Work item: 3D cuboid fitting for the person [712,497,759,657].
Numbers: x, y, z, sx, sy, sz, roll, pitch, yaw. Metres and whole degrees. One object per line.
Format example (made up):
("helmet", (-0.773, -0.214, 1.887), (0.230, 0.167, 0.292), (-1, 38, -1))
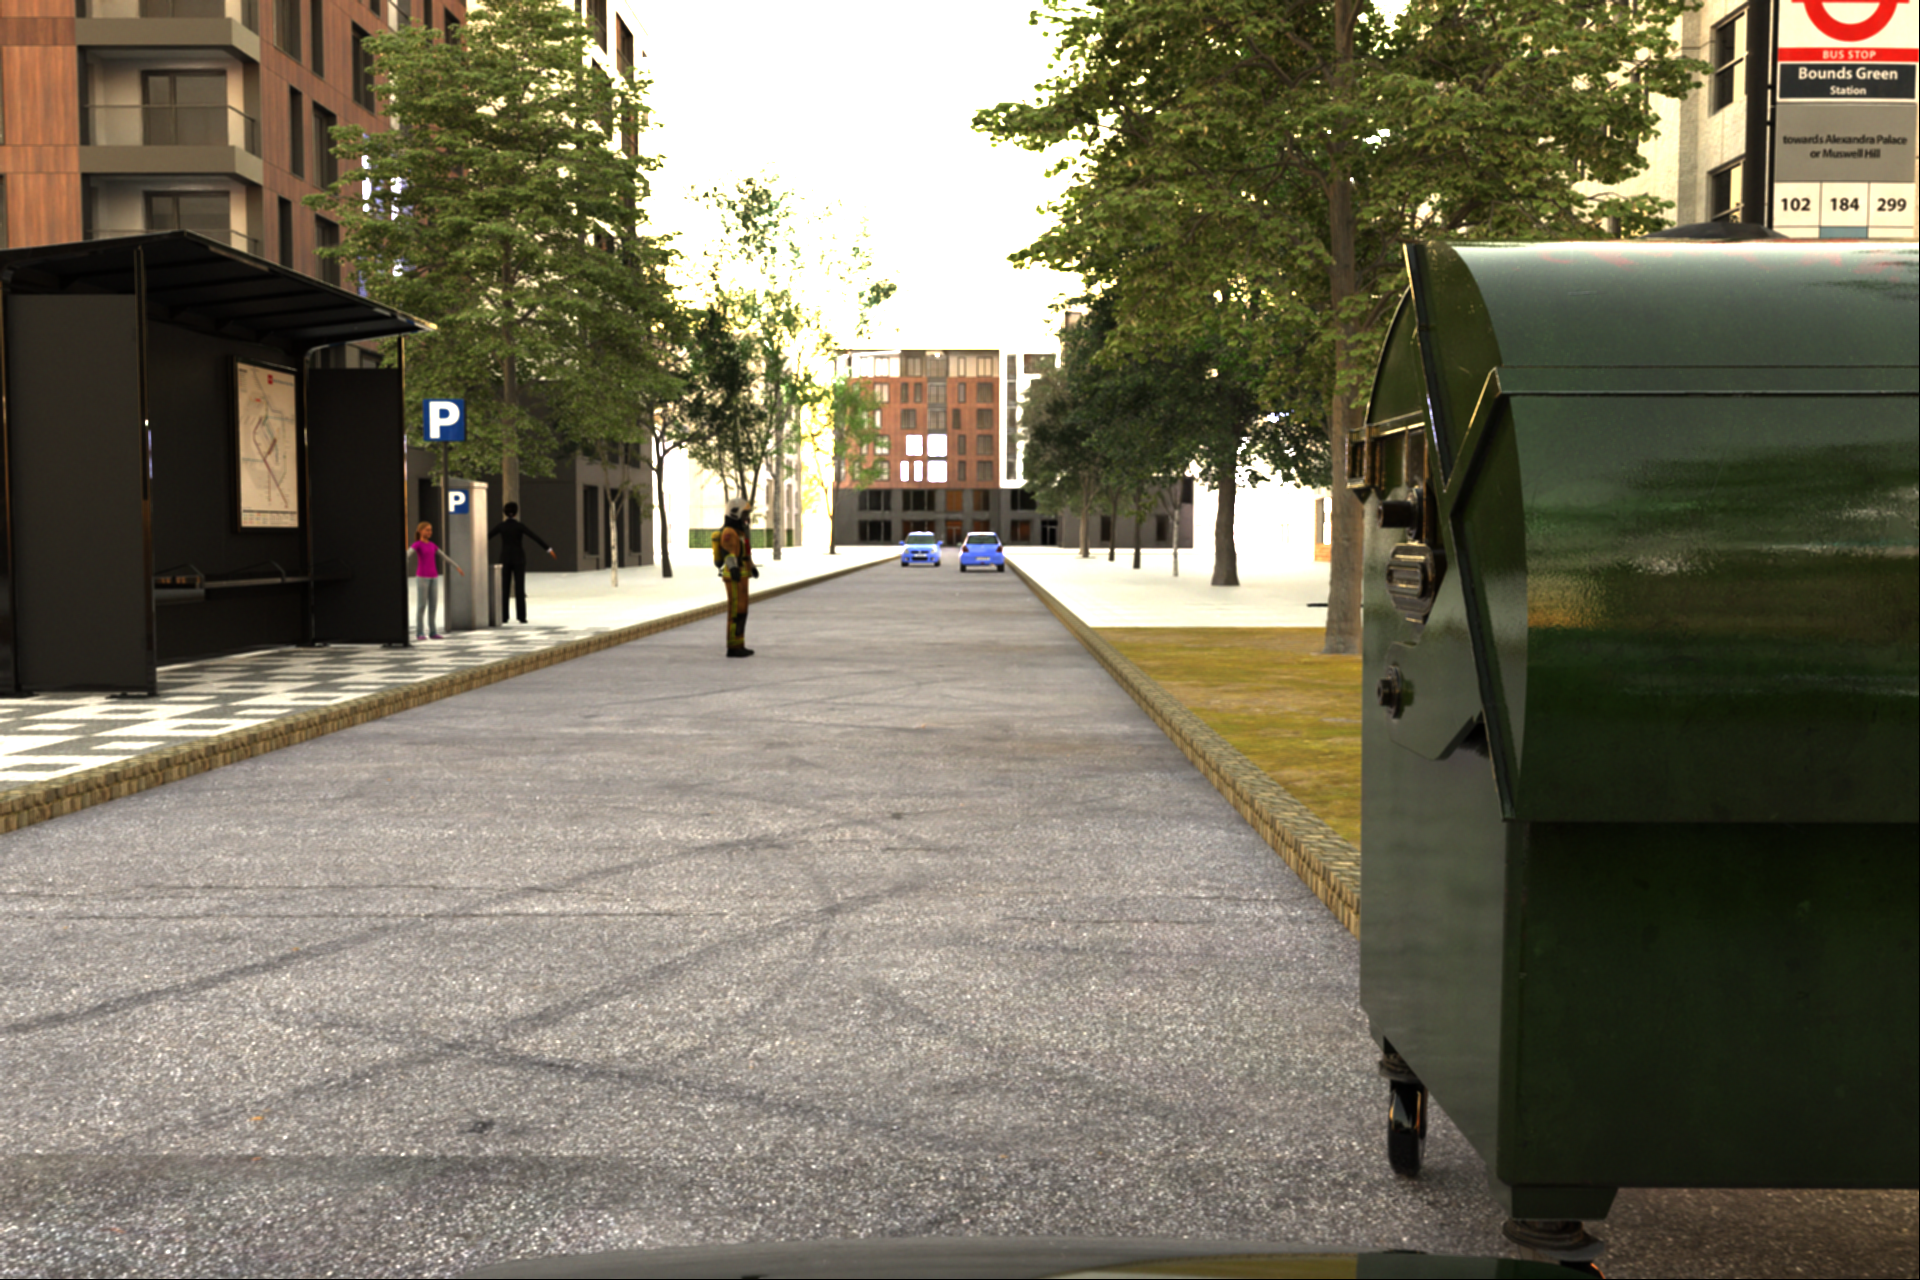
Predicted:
("person", (-2.581, -0.737, 20.276), (0.705, 1.858, 1.354), (0, 4, 3))

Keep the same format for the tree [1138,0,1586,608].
("tree", (6.827, -6.397, 30.342), (9.928, 11.665, 9.643), (0, 3, 0))

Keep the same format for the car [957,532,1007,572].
("car", (0.839, -3.486, 66.585), (1.945, 1.707, 3.694), (0, 4, 0))

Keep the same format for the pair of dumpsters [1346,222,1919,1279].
("pair of dumpsters", (3.036, 0.095, 3.391), (4.436, 2.255, 1.574), (0, 4, 1))

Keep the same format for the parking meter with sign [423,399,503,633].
("parking meter with sign", (-6.609, -1.649, 23.223), (0.543, 3.016, 1.738), (0, 4, 2))

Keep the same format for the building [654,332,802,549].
("building", (-25.367, -18.423, 167.678), (16.747, 18.905, 31.486), (0, 4, 1))

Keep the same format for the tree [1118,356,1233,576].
("tree", (6.581, -6.252, 52.583), (4.737, 8.622, 4.395), (0, 3, 0))

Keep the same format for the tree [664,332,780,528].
("tree", (-8.118, -6.842, 62.232), (4.360, 8.622, 3.978), (0, 3, 0))

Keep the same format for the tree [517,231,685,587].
("tree", (-8.350, -5.622, 42.279), (4.360, 8.622, 3.978), (0, 3, 0))

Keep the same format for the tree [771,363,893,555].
("tree", (-7.984, -11.078, 106.875), (9.928, 11.665, 9.643), (0, 3, 0))

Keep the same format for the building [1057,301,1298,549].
("building", (23.355, -19.847, 168.477), (27.936, 21.610, 32.646), (0, 4, 1))

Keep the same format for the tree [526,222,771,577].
("tree", (-9.019, -7.136, 51.083), (7.601, 10.594, 8.767), (0, 4, 2))

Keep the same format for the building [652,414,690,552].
("building", (-25.700, -11.833, 135.618), (9.099, 9.664, 28.070), (0, 4, 0))

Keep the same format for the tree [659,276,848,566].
("tree", (-8.392, -8.753, 68.872), (9.928, 11.665, 9.643), (0, 3, 0))

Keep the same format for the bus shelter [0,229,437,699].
("bus shelter", (-6.788, -1.544, 16.525), (1.731, 3.624, 6.357), (0, 4, 1))

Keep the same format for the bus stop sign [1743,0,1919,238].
("bus stop sign", (3.482, -1.128, 7.149), (0.855, 3.939, 0.416), (0, 4, 1))

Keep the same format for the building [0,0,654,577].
("building", (-26.764, -12.929, 55.364), (27.936, 21.610, 32.646), (0, 4, 0))

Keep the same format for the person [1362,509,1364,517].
("person", (7.568, -1.660, 33.283), (0.704, 1.843, 1.345), (1, 4, 22))

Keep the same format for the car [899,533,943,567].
("car", (-1.732, -4.143, 77.330), (1.945, 1.707, 3.694), (0, 4, 1))

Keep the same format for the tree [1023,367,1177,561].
("tree", (7.122, -8.966, 81.004), (8.767, 10.594, 7.601), (0, 4, -1))

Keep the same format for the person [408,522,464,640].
("person", (-6.430, -0.718, 21.011), (0.599, 1.433, 0.991), (2, 4, 33))

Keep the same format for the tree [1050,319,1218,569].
("tree", (6.858, -7.923, 63.951), (7.601, 10.594, 8.767), (-2, 4, -27))

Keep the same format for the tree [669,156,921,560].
("tree", (-8.329, -14.037, 85.395), (12.611, 20.169, 13.585), (0, 3, 0))

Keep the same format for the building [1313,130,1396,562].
("building", (21.787, -13.696, 80.357), (16.016, 20.090, 11.380), (0, 4, 0))

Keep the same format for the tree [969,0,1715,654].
("tree", (3.973, -6.153, 18.725), (7.486, 12.596, 7.792), (0, 3, 0))

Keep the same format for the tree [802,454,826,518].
("tree", (-19.049, -16.349, 201.710), (7.601, 10.594, 8.767), (0, 4, 3))

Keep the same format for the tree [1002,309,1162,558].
("tree", (6.857, -11.136, 92.449), (12.009, 13.543, 11.850), (0, 3, 0))

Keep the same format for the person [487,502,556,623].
("person", (-6.431, -1.116, 24.963), (1.216, 1.740, 0.721), (0, 4, 1))

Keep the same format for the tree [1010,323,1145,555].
("tree", (7.754, -12.229, 106.601), (9.857, 13.997, 8.962), (0, 3, 0))

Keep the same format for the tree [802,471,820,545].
("tree", (-17.939, -14.961, 194.971), (4.737, 8.622, 4.395), (0, 3, 0))

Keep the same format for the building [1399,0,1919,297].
("building", (23.364, -10.873, 44.237), (16.747, 18.905, 31.486), (0, 4, 1))

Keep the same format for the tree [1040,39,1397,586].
("tree", (6.716, -8.335, 42.935), (9.857, 13.997, 8.962), (0, 3, 0))

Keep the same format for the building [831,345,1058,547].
("building", (2.222, -21.618, 199.884), (32.646, 21.610, 27.936), (0, 4, 0))

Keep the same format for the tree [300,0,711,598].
("tree", (-8.872, -7.107, 34.330), (7.486, 12.596, 7.792), (0, 3, 0))

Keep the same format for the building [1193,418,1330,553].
("building", (24.150, -11.736, 134.027), (9.099, 9.664, 28.070), (0, 4, 1))
